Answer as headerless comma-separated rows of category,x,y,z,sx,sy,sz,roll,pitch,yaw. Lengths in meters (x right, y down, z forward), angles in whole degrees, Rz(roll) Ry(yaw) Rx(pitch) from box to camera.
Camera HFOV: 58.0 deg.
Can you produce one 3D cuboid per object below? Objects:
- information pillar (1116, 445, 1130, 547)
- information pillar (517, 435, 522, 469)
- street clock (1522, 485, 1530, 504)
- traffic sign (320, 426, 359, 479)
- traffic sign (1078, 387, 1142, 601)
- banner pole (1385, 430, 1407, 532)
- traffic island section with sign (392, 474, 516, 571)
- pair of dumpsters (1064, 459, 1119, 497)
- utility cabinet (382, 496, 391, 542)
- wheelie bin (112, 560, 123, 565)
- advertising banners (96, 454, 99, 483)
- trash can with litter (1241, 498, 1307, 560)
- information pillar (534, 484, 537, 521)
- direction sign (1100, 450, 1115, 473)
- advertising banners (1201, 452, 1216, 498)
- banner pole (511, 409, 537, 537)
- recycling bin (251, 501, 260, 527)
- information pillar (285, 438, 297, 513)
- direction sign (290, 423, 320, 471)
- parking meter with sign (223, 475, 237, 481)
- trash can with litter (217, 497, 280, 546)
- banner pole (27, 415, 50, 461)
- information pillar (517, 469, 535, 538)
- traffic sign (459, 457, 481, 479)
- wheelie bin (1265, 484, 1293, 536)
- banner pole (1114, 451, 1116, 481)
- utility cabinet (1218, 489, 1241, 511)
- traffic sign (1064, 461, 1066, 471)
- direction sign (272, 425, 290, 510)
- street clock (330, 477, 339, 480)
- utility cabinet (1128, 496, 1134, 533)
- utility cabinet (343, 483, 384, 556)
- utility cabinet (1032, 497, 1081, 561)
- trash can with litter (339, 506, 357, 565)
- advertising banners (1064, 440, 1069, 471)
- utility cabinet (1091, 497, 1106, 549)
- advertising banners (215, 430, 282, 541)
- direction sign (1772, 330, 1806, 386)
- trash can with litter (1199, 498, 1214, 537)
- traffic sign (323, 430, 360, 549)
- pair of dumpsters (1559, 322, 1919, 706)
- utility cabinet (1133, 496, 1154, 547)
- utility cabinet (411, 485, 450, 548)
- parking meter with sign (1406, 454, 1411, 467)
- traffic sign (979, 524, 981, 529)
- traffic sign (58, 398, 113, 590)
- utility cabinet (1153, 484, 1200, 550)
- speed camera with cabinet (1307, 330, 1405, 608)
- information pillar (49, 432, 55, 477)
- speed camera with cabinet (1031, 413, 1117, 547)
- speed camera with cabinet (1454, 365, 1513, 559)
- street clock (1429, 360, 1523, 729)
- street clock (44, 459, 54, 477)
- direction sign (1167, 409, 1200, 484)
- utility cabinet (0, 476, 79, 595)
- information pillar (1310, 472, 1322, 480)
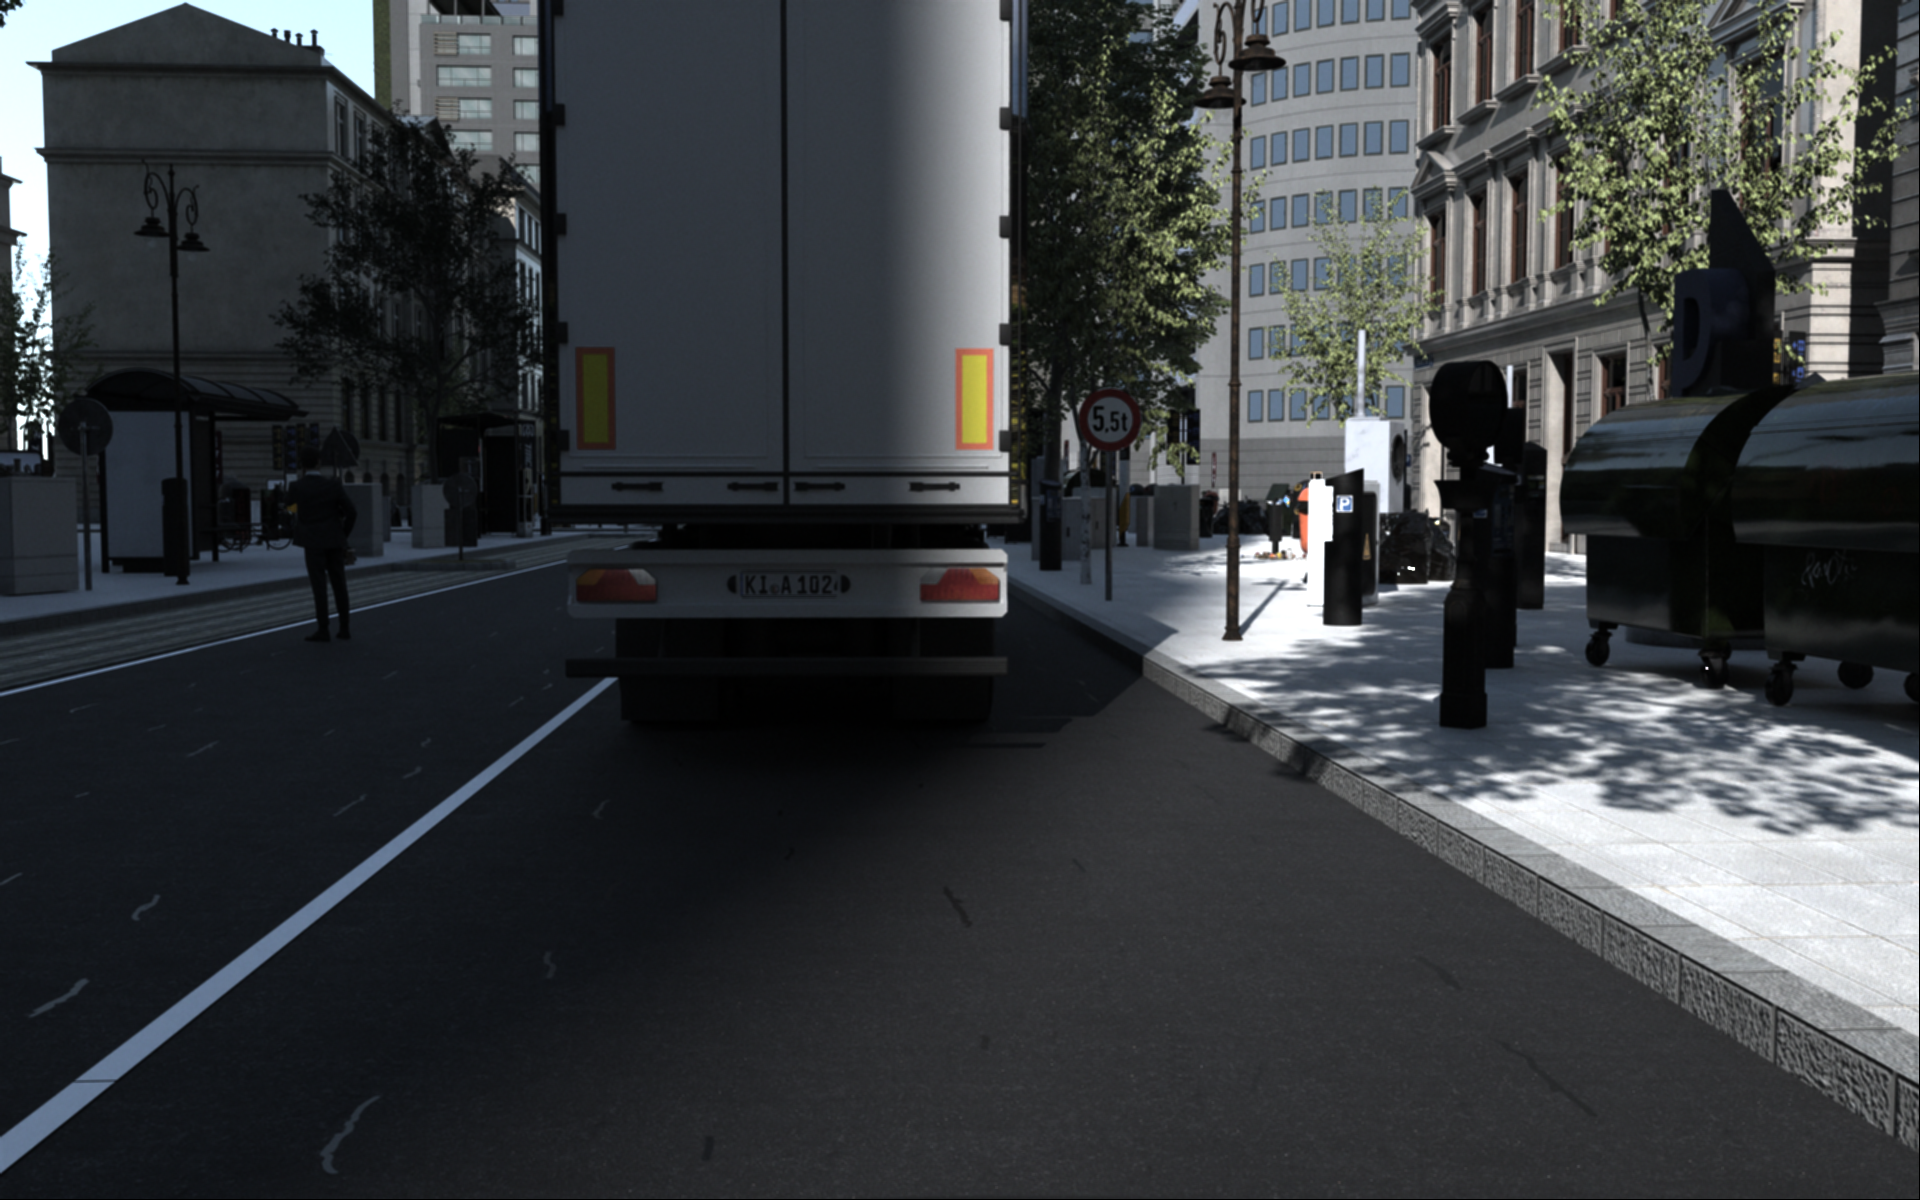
information pillar,4.009,-3.114,42.269,0.183,3.616,0.504,-1,4,-18
information pillar,-16.450,-4.505,65.007,0.504,3.616,0.183,-3,5,-40
street clock,4.611,-0.613,14.599,0.358,2.002,0.471,1,4,19
traffic sign,-12.009,-2.038,33.326,0.884,2.594,0.081,0,4,-1
traffic sign,1.792,-1.265,20.795,0.768,2.556,0.104,0,4,-2
banner pole,14.847,-4.229,59.160,0.863,3.779,0.401,0,4,5
traffic island section with sign,-9.535,-1.482,32.864,1.989,1.847,2.006,0,4,-4
pair of dumpsters,3.447,-2.839,48.916,1.574,2.255,4.437,0,4,-3
utility cabinet,-15.847,-2.164,46.535,1.020,1.237,0.306,-1,4,-10
wheelie bin,-15.062,-1.436,31.389,0.693,1.594,0.980,0,4,4
advertising banners,-21.264,-2.923,43.974,0.090,3.025,2.074,1,4,13
trash can with litter,6.494,-1.450,34.767,1.678,1.210,2.233,1,4,18
information pillar,-20.419,-5.605,82.988,0.183,3.616,0.504,-2,4,-31
direction sign,6.270,-4.994,73.645,0.876,3.537,0.379,-3,5,-41
advertising banners,10.595,-4.746,73.777,0.090,3.025,2.074,0,4,-7
banner pole,-12.960,-3.758,51.457,0.863,3.779,0.401,-3,4,-38
recycling bin,-27.859,-3.370,67.653,0.722,1.027,0.722,1,4,19
information pillar,-27.432,-4.868,70.950,0.504,3.616,0.183,0,4,6
direction sign,-20.837,-3.878,55.409,0.876,3.537,0.379,1,4,21
parking meter with sign,-29.775,-4.535,70.412,1.738,3.016,0.543,-1,4,-12
trash can with litter,-18.134,-1.976,43.359,2.233,1.210,1.678,1,4,18
banner pole,-28.528,-3.901,53.799,0.401,3.779,0.863,3,5,40
information pillar,-12.744,-2.830,50.764,0.304,2.012,0.304,3,4,36
traffic sign,-13.457,-2.781,47.597,0.606,2.300,0.079,0,4,3
wheelie bin,9.716,-2.735,52.627,0.693,1.594,0.980,-3,5,-41
banner pole,6.814,-5.407,78.417,0.863,3.779,0.401,-1,4,-20
utility cabinet,11.617,-4.035,74.655,1.173,1.500,0.318,-3,5,-42
traffic sign,2.943,-3.106,52.918,0.606,2.300,0.079,0,4,4
direction sign,-22.256,-3.983,57.121,0.379,3.537,0.876,2,4,32
street clock,-25.897,-4.114,71.831,0.358,2.002,0.471,2,4,33
utility cabinet,5.994,-2.797,56.894,1.020,1.237,0.306,3,5,44
utility cabinet,-12.365,-1.637,35.451,1.173,1.500,0.318,2,4,27
utility cabinet,1.897,-1.365,33.477,1.020,1.237,0.306,0,4,3
trash can with litter,-11.253,-1.200,31.014,0.624,1.170,1.055,0,4,2
advertising banners,3.605,-3.625,55.458,0.090,3.025,2.074,-1,4,-11
utility cabinet,2.978,-1.796,40.526,1.020,1.237,0.306,-3,5,-43
advertising banners,-19.775,-3.151,47.708,2.074,3.025,0.090,0,4,-4
direction sign,11.431,-1.962,24.073,0.876,3.537,0.379,-2,4,-31
trash can with litter,7.199,-2.441,51.297,0.624,1.170,1.055,0,4,5
traffic sign,-12.333,-2.106,34.535,0.768,2.556,0.104,0,4,4
pair of dumpsters,5.434,-0.515,10.913,1.574,2.255,4.437,0,4,-4
utility cabinet,4.586,-1.937,42.831,0.306,1.237,1.020,1,4,16
utility cabinet,-12.605,-1.990,41.218,0.318,1.500,1.173,1,4,15
parking meter with sign,19.517,-4.932,76.896,0.543,3.016,1.738,0,4,1
traffic sign,0.627,-3.328,54.511,0.768,2.556,0.104,0,4,3
traffic sign,-11.642,-1.404,23.063,0.768,2.556,0.104,0,4,5
utility cabinet,4.947,-1.896,39.673,0.318,1.500,1.173,-3,4,-39
speed camera with cabinet,4.663,-1.585,20.249,0.660,3.252,2.038,2,4,29
information pillar,-34.245,-4.528,65.382,0.183,3.616,0.504,-1,4,-18
speed camera with cabinet,2.794,-2.939,42.388,2.038,3.252,0.660,1,4,23
speed camera with cabinet,8.330,-2.024,27.435,0.660,3.252,2.038,0,4,5
street clock,2.778,-0.302,9.501,0.358,2.002,0.471,3,5,44
street clock,-18.904,-1.900,35.630,0.358,2.002,0.471,2,4,32
direction sign,5.947,-3.315,46.193,0.876,3.537,0.379,1,4,9
utility cabinet,-11.894,-0.832,22.274,0.318,1.500,1.173,1,4,11
information pillar,11.995,-3.298,58.413,0.304,2.012,0.304,-1,4,-17
